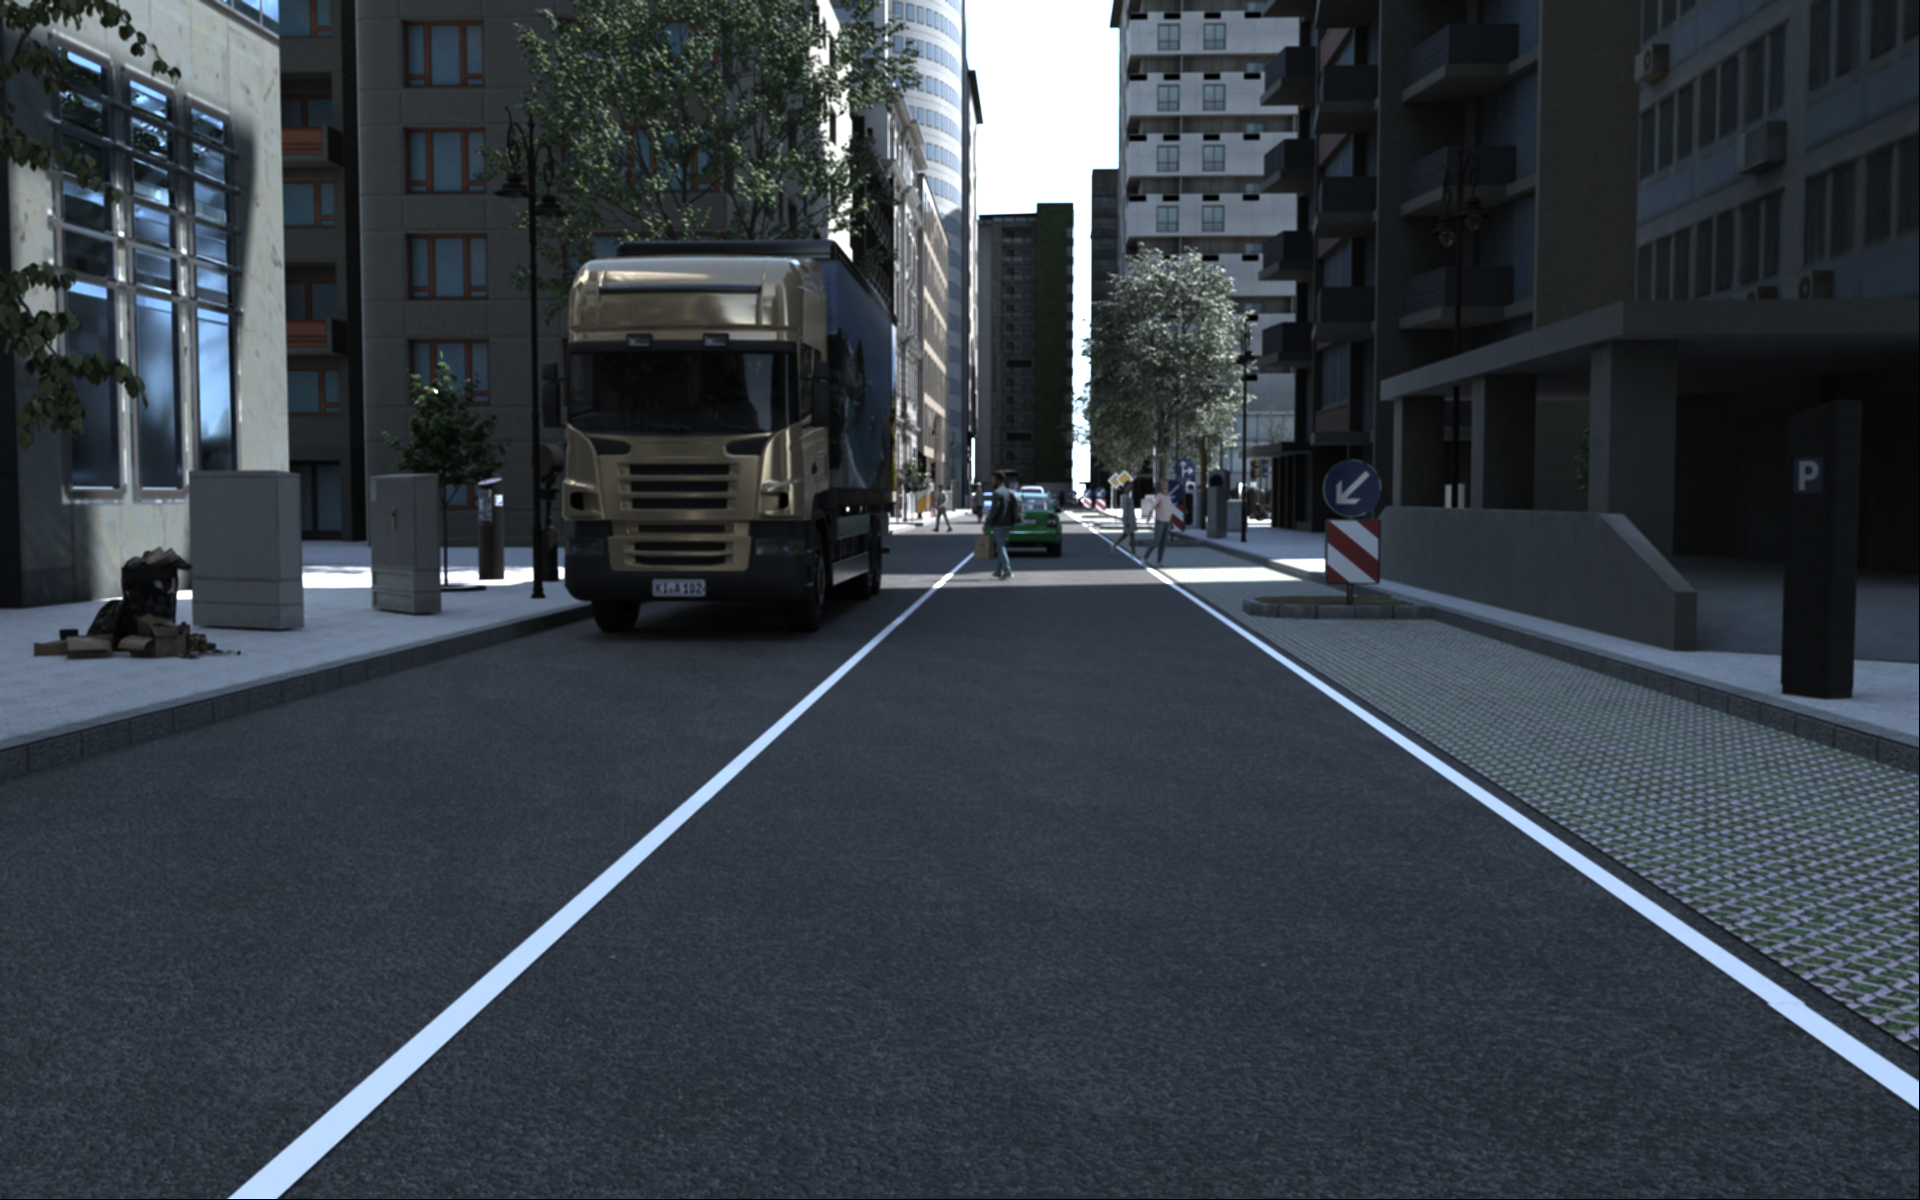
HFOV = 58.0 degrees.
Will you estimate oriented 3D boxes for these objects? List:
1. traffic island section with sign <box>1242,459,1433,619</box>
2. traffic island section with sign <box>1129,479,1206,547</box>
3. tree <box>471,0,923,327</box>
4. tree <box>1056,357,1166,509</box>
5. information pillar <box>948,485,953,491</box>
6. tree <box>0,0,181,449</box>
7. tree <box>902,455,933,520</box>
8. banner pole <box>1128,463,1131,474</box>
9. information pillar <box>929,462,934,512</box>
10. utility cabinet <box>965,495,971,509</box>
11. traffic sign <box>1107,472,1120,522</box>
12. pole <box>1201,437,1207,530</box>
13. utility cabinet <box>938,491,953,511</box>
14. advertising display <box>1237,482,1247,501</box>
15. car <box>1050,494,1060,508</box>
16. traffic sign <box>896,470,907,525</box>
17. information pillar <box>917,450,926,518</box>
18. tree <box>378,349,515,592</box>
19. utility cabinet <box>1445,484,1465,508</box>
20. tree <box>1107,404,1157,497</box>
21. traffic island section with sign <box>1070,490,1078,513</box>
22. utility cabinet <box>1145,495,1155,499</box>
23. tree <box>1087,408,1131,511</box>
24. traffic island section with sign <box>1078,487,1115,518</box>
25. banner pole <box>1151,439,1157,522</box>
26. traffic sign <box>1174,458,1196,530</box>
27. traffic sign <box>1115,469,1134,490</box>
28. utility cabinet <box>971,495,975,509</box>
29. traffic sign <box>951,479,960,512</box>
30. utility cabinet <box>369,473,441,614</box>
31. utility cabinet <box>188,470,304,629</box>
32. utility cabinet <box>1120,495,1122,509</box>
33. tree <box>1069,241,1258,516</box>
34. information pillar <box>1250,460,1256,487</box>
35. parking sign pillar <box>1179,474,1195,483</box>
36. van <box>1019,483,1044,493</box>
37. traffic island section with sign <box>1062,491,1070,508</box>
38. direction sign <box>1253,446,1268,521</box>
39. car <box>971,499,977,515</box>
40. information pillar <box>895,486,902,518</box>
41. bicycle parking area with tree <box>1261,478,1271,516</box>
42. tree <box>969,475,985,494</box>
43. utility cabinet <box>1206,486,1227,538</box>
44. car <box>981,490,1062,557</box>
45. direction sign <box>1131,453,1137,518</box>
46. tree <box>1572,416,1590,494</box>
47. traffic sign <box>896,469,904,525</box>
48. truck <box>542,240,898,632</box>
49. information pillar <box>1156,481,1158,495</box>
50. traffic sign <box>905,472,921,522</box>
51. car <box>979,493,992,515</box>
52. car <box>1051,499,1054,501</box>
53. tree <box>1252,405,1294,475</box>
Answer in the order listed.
[{"bbox_3d":[4.425,-0.735,20.645,1.989,1.847,2.006,0,4,3],"label":"traffic island section with sign"},{"bbox_3d":[5.666,-2.382,47.572,1.989,1.847,2.006,0,4,3],"label":"traffic island section with sign"},{"bbox_3d":[-4.825,-6.503,32.077,9.928,11.665,9.643,0,3,0],"label":"tree"},{"bbox_3d":[13.200,-14.525,147.858,12.009,13.543,11.850,0,3,0],"label":"tree"},{"bbox_3d":[-0.803,-8.301,140.220,0.304,2.012,0.304,2,4,35],"label":"information pillar"},{"bbox_3d":[-5.828,-3.604,9.283,4.737,8.622,4.395,0,3,0],"label":"tree"},{"bbox_3d":[-2.363,-5.489,84.339,1.663,3.219,1.824,0,3,0],"label":"tree"},{"bbox_3d":[13.598,-9.172,139.972,0.401,3.779,0.863,-2,4,-24],"label":"banner pole"},{"bbox_3d":[-1.950,-7.985,121.915,0.504,3.616,0.183,-1,4,-16],"label":"information pillar"},{"bbox_3d":[0.587,-8.603,151.826,0.306,1.237,1.020,0,4,3],"label":"utility cabinet"},{"bbox_3d":[7.059,-4.576,78.456,0.795,2.450,0.064,0,4,3],"label":"traffic sign"},{"bbox_3d":[8.787,-4.194,62.419,0.158,3.312,0.155,0,3,0],"label":"pole"},{"bbox_3d":[-1.072,-7.432,130.188,1.173,1.500,0.318,0,4,6],"label":"utility cabinet"},{"bbox_3d":[15.421,-5.479,94.790,0.123,1.923,0.974,3,4,36],"label":"advertising display"},{"bbox_3d":[8.367,-9.138,161.413,2.014,1.417,4.499,0,4,5],"label":"car"},{"bbox_3d":[-2.542,-4.115,70.923,0.795,2.450,0.064,0,4,3],"label":"traffic sign"},{"bbox_3d":[-2.028,-6.091,90.941,0.504,3.616,0.183,0,4,-5],"label":"information pillar"},{"bbox_3d":[-6.959,-1.736,22.991,1.663,3.219,1.824,0,3,0],"label":"tree"},{"bbox_3d":[10.619,-1.747,37.240,0.318,1.500,1.173,1,4,22],"label":"utility cabinet"},{"bbox_3d":[12.035,-10.480,121.711,4.360,8.622,3.978,0,3,0],"label":"tree"},{"bbox_3d":[9.485,-7.468,130.724,1.989,1.847,2.006,0,4,3],"label":"traffic island section with sign"},{"bbox_3d":[13.215,-6.647,119.841,0.306,1.237,1.020,-3,4,-37],"label":"utility cabinet"},{"bbox_3d":[11.959,-11.210,133.642,4.737,8.622,4.395,0,3,0],"label":"tree"},{"bbox_3d":[8.223,-5.780,103.134,1.989,1.847,2.006,0,4,3],"label":"traffic island section with sign"},{"bbox_3d":[8.867,-5.431,78.813,0.401,3.779,0.863,1,4,16],"label":"banner pole"},{"bbox_3d":[7.978,-3.757,61.531,0.768,2.556,0.104,0,4,7],"label":"traffic sign"},{"bbox_3d":[6.691,-4.088,70.479,0.795,2.450,0.064,0,4,3],"label":"traffic sign"},{"bbox_3d":[1.058,-8.677,153.038,0.306,1.237,1.020,1,4,19],"label":"utility cabinet"},{"bbox_3d":[-0.327,-7.237,120.448,0.606,2.300,0.079,0,4,7],"label":"traffic sign"},{"bbox_3d":[-6.028,-0.617,18.767,0.318,1.500,1.173,-3,5,-40],"label":"utility cabinet"},{"bbox_3d":[-6.794,-0.478,16.502,1.173,1.500,0.318,2,4,27],"label":"utility cabinet"},{"bbox_3d":[14.143,-8.589,151.588,0.306,1.237,1.020,0,4,4],"label":"utility cabinet"},{"bbox_3d":[10.492,-11.125,88.542,9.857,13.997,8.962,0,3,0],"label":"tree"},{"bbox_3d":[19.853,-7.708,117.376,0.183,3.616,0.504,-2,4,-33],"label":"information pillar"},{"bbox_3d":[18.431,-9.311,140.707,1.447,3.967,1.447,0,4,4],"label":"parking sign pillar"},{"bbox_3d":[3.996,-5.490,96.772,2.013,2.044,4.112,0,4,3],"label":"van"},{"bbox_3d":[11.779,-10.492,180.178,1.989,1.847,2.006,0,4,3],"label":"traffic island section with sign"},{"bbox_3d":[14.190,-5.491,81.775,0.876,3.537,0.379,-2,4,-29],"label":"direction sign"},{"bbox_3d":[1.886,-6.940,122.505,2.155,1.783,4.494,0,4,3],"label":"car"},{"bbox_3d":[-3.329,-5.471,93.947,0.304,2.012,0.304,2,4,31],"label":"information pillar"},{"bbox_3d":[21.143,-7.237,105.328,8.231,4.147,9.016,0,4,6],"label":"bicycle parking area with tree"},{"bbox_3d":[1.566,-11.001,174.471,1.663,3.219,1.824,0,3,0],"label":"tree"},{"bbox_3d":[7.515,-2.571,50.714,0.318,1.500,1.173,2,4,24],"label":"utility cabinet"},{"bbox_3d":[1.467,-1.975,41.086,1.959,1.807,4.718,0,4,1],"label":"car"},{"bbox_3d":[9.435,-6.254,94.254,0.379,3.537,0.876,1,4,22],"label":"direction sign"},{"bbox_3d":[13.525,-2.585,36.874,1.663,3.219,1.824,0,3,0],"label":"tree"},{"bbox_3d":[-2.583,-4.217,71.074,0.606,2.300,0.079,1,4,11],"label":"traffic sign"},{"bbox_3d":[-2.464,-1.991,21.467,2.839,4.237,11.283,0,4,3],"label":"truck"},{"bbox_3d":[11.463,-5.837,99.932,0.304,2.012,0.304,-3,5,-42],"label":"information pillar"},{"bbox_3d":[-2.175,-4.603,78.900,0.795,2.450,0.064,0,4,3],"label":"traffic sign"},{"bbox_3d":[2.018,-6.217,111.241,1.945,1.707,3.694,0,4,1],"label":"car"},{"bbox_3d":[5.551,-6.768,122.453,2.131,1.459,4.920,0,4,4],"label":"car"},{"bbox_3d":[26.166,-11.768,142.772,4.360,8.622,3.978,0,3,0],"label":"tree"}]
